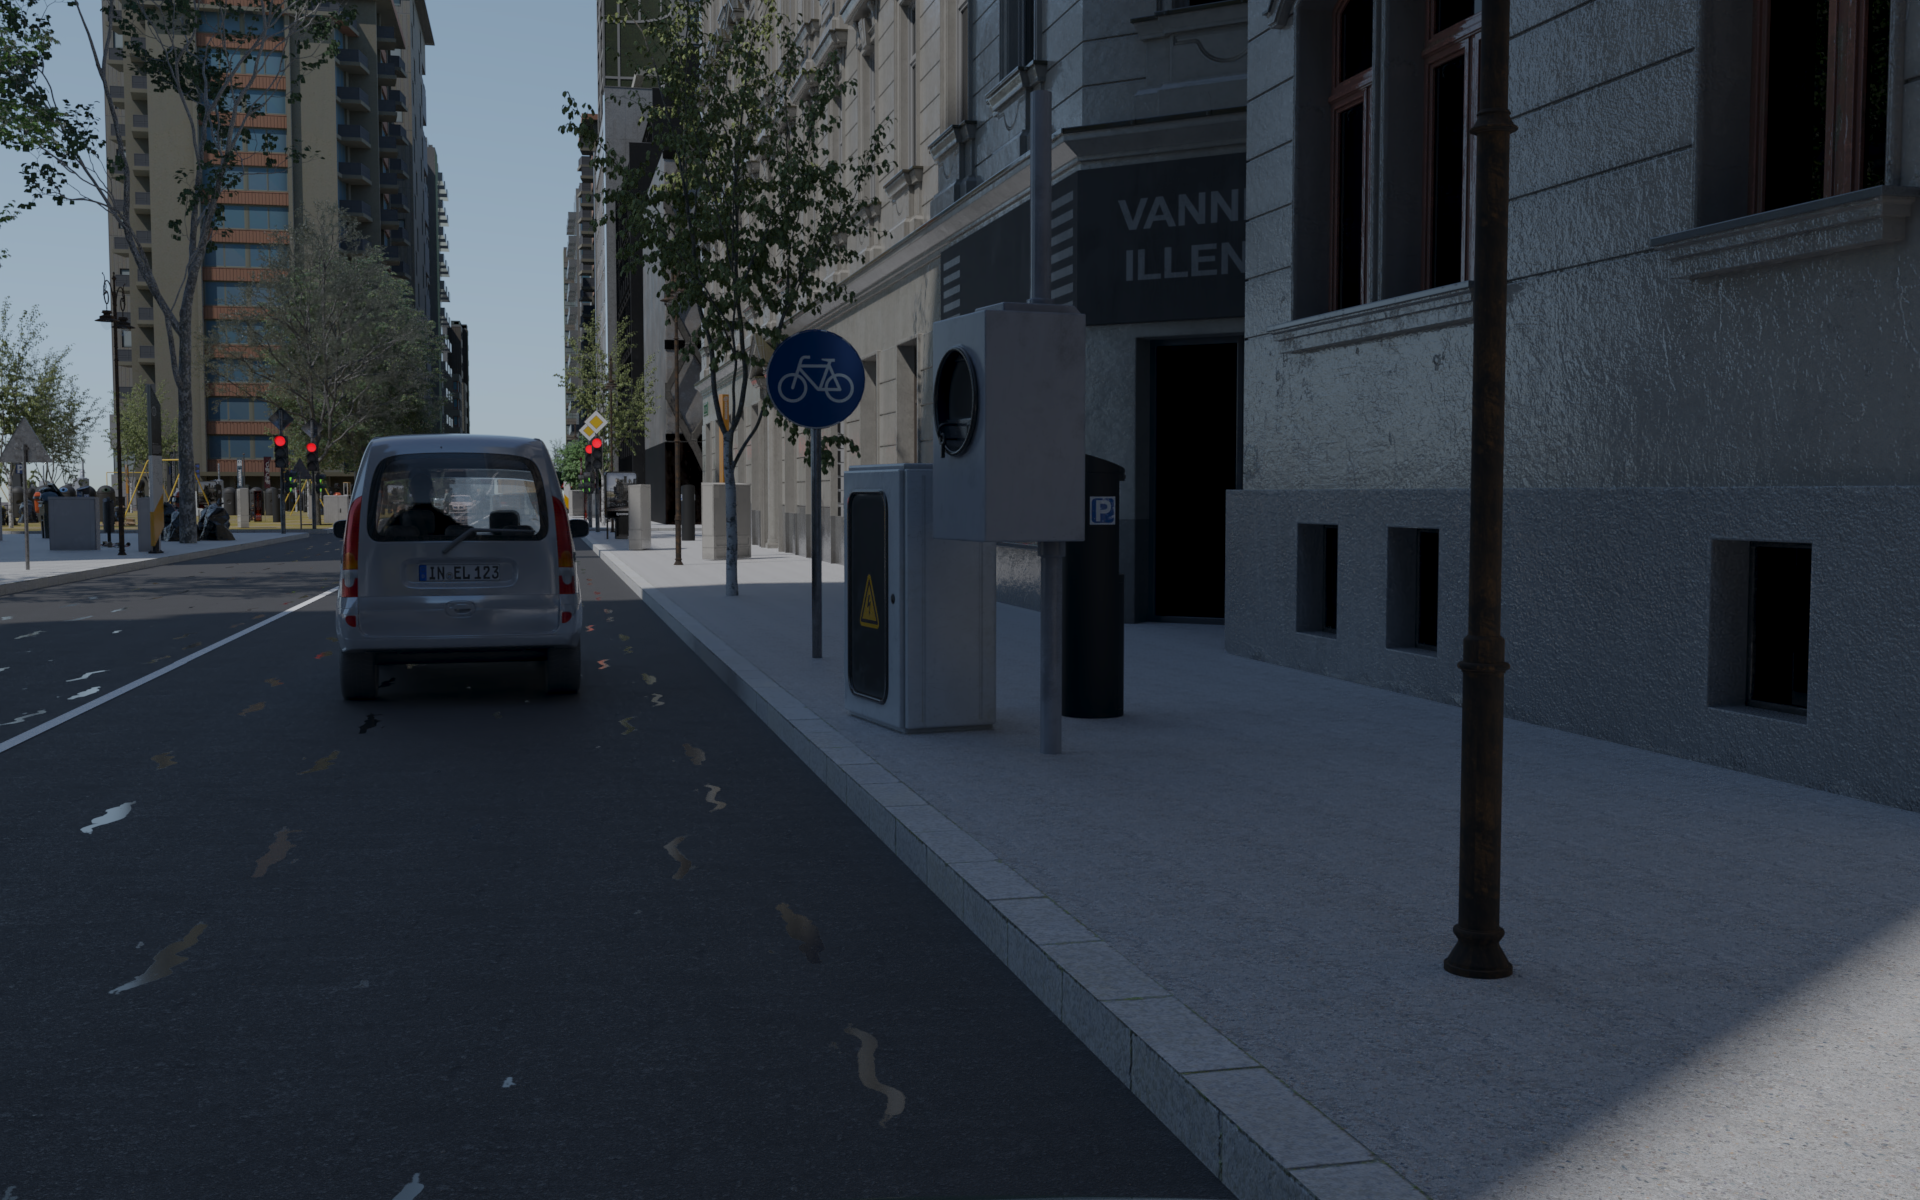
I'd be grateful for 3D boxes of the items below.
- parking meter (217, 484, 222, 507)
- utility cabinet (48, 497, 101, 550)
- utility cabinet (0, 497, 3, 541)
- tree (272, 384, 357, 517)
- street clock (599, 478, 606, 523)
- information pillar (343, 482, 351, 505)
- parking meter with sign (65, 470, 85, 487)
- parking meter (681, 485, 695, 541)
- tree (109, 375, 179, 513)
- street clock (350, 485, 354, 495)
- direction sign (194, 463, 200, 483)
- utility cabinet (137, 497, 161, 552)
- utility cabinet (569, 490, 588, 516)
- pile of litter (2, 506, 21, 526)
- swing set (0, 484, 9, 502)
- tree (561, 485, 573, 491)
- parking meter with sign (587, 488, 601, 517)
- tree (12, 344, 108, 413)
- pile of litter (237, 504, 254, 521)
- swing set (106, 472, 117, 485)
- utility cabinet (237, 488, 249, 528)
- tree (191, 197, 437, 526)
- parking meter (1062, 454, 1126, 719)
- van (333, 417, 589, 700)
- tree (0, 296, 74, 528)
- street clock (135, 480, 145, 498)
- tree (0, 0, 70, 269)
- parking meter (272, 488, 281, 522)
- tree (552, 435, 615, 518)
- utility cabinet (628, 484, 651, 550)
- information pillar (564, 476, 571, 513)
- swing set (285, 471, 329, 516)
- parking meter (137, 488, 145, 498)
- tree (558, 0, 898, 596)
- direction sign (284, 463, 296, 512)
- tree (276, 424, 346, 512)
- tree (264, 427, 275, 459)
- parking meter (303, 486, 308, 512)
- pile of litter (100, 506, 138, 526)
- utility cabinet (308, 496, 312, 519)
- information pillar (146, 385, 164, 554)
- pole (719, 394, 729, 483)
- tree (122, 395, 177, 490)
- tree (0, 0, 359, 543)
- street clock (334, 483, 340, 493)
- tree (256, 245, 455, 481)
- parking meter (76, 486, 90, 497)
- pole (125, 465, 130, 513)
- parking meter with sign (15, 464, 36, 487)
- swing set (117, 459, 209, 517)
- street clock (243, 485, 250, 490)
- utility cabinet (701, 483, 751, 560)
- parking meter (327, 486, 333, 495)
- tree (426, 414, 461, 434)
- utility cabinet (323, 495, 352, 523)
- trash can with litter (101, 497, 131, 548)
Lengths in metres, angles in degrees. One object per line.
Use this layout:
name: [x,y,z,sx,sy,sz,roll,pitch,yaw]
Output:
parking meter: [-41.048,-5.511,95.810,0.255,1.863,0.399,1,4,16]
utility cabinet: [-20.290,-1.745,39.692,1.020,1.237,0.306,0,4,-7]
utility cabinet: [-26.665,-2.210,47.293,0.306,1.237,1.020,1,4,15]
tree: [-36.386,-8.981,97.206,4.360,8.622,3.978,0,3,0]
street clock: [-15.682,-4.378,76.152,0.471,2.002,0.358,0,4,2]
information pillar: [-38.437,-6.370,108.649,0.304,2.012,0.304,1,4,16]
parking meter with sign: [-63.011,-7.736,122.745,0.543,3.016,1.738,3,5,39]
parking meter: [-7.463,-2.394,47.547,0.372,1.533,0.369,0,3,0]
tree: [-50.561,-9.673,108.514,4.737,8.622,4.395,0,3,0]
street clock: [-46.636,-7.856,133.018,0.358,2.002,0.471,1,4,19]
direction sign: [-56.407,-8.295,127.616,0.876,3.537,0.379,1,4,9]
utility cabinet: [-18.295,-1.707,39.064,0.306,1.237,1.020,-1,4,-14]
utility cabinet: [-21.892,-5.546,99.359,0.318,1.500,1.173,2,4,34]
pile of litter: [-39.050,-3.443,70.261,1.719,0.858,1.176,-2,4,-32]
swing set: [-64.686,-7.239,115.971,2.862,2.851,3.119,-1,4,-21]
tree: [-42.724,-11.927,189.614,1.663,3.219,1.824,0,3,0]
parking meter with sign: [-20.475,-6.167,97.096,1.738,3.016,0.543,3,5,44]
tree: [-44.724,-8.265,85.493,4.360,8.622,3.978,0,3,0]
pile of litter: [-34.396,-4.268,83.751,1.176,0.858,1.719,0,4,0]
swing set: [-59.187,-7.710,123.670,3.119,2.851,2.862,-2,4,-27]
utility cabinet: [-27.160,-3.480,65.574,0.318,1.500,1.173,-2,4,-28]
tree: [-26.319,-9.820,70.921,12.009,13.543,11.850,0,3,0]
parking meter: [0.765,-0.098,10.019,0.372,1.533,0.369,0,3,0]
van: [-3.897,-0.402,13.578,2.013,2.044,4.112,-1,4,-15]
tree: [-35.712,-7.032,65.339,4.737,8.622,4.395,0,3,0]
street clock: [-41.039,-5.024,86.713,0.471,2.002,0.358,2,4,24]
tree: [-15.532,-5.929,22.698,9.928,11.665,9.643,0,3,0]
parking meter: [-30.944,-4.284,78.453,0.372,1.533,0.369,0,3,0]
tree: [-20.202,-6.681,92.944,4.285,4.588,4.351,0,3,0]
utility cabinet: [-7.360,-1.901,39.761,0.318,1.500,1.173,0,4,0]
information pillar: [-26.197,-7.597,115.570,0.504,3.616,0.183,1,4,21]
swing set: [-38.375,-6.392,102.133,2.862,2.851,3.119,0,4,-8]
parking meter: [-54.174,-6.660,114.607,0.399,1.863,0.255,1,4,9]
tree: [-2.842,-4.347,21.428,4.737,8.622,4.395,0,3,0]
direction sign: [-48.910,-8.214,126.299,0.876,3.537,0.379,-1,4,-9]
tree: [-42.163,-10.004,113.925,4.737,8.622,4.395,0,3,0]
tree: [-47.546,-10.612,123.875,4.737,8.622,4.395,0,3,0]
parking meter: [-45.661,-7.040,120.807,0.255,1.863,0.399,-2,4,-34]
pile of litter: [-33.965,-3.441,70.218,1.719,0.858,1.176,-2,4,-23]
utility cabinet: [-33.109,-4.730,88.494,0.306,1.237,1.020,-1,4,-15]
information pillar: [-17.366,-2.815,37.378,0.183,3.616,0.504,0,4,-1]
pole: [-4.822,-2.546,35.466,0.158,3.312,0.155,0,3,0]
tree: [-59.973,-10.886,128.345,4.360,8.622,3.978,0,3,0]
tree: [-21.505,-11.574,45.117,12.611,20.169,13.585,0,3,0]
street clock: [-42.105,-6.885,117.140,0.358,2.002,0.471,0,4,5]
tree: [-30.530,-11.058,87.451,9.857,13.997,8.962,0,3,0]
parking meter: [-26.921,-2.740,53.210,0.372,1.533,0.369,0,3,0]
pole: [-57.790,-7.731,120.239,0.158,3.312,0.155,0,3,0]
parking meter with sign: [-54.209,-6.399,100.883,1.738,3.016,0.543,2,4,29]
swing set: [-35.536,-4.914,77.963,3.119,2.851,2.862,2,4,32]
street clock: [-54.683,-7.844,132.822,0.471,2.002,0.358,1,4,12]
utility cabinet: [-4.555,-1.542,33.883,0.318,1.500,1.173,2,4,30]
parking meter: [-48.048,-7.731,132.118,0.255,1.863,0.399,3,4,38]
tree: [-46.157,-12.471,154.257,4.360,8.622,3.978,0,3,0]
utility cabinet: [-27.675,-4.017,76.845,1.020,1.237,0.306,-1,4,-11]
trash can with litter: [-20.766,-1.895,42.049,1.678,1.210,2.233,-2,4,-29]
